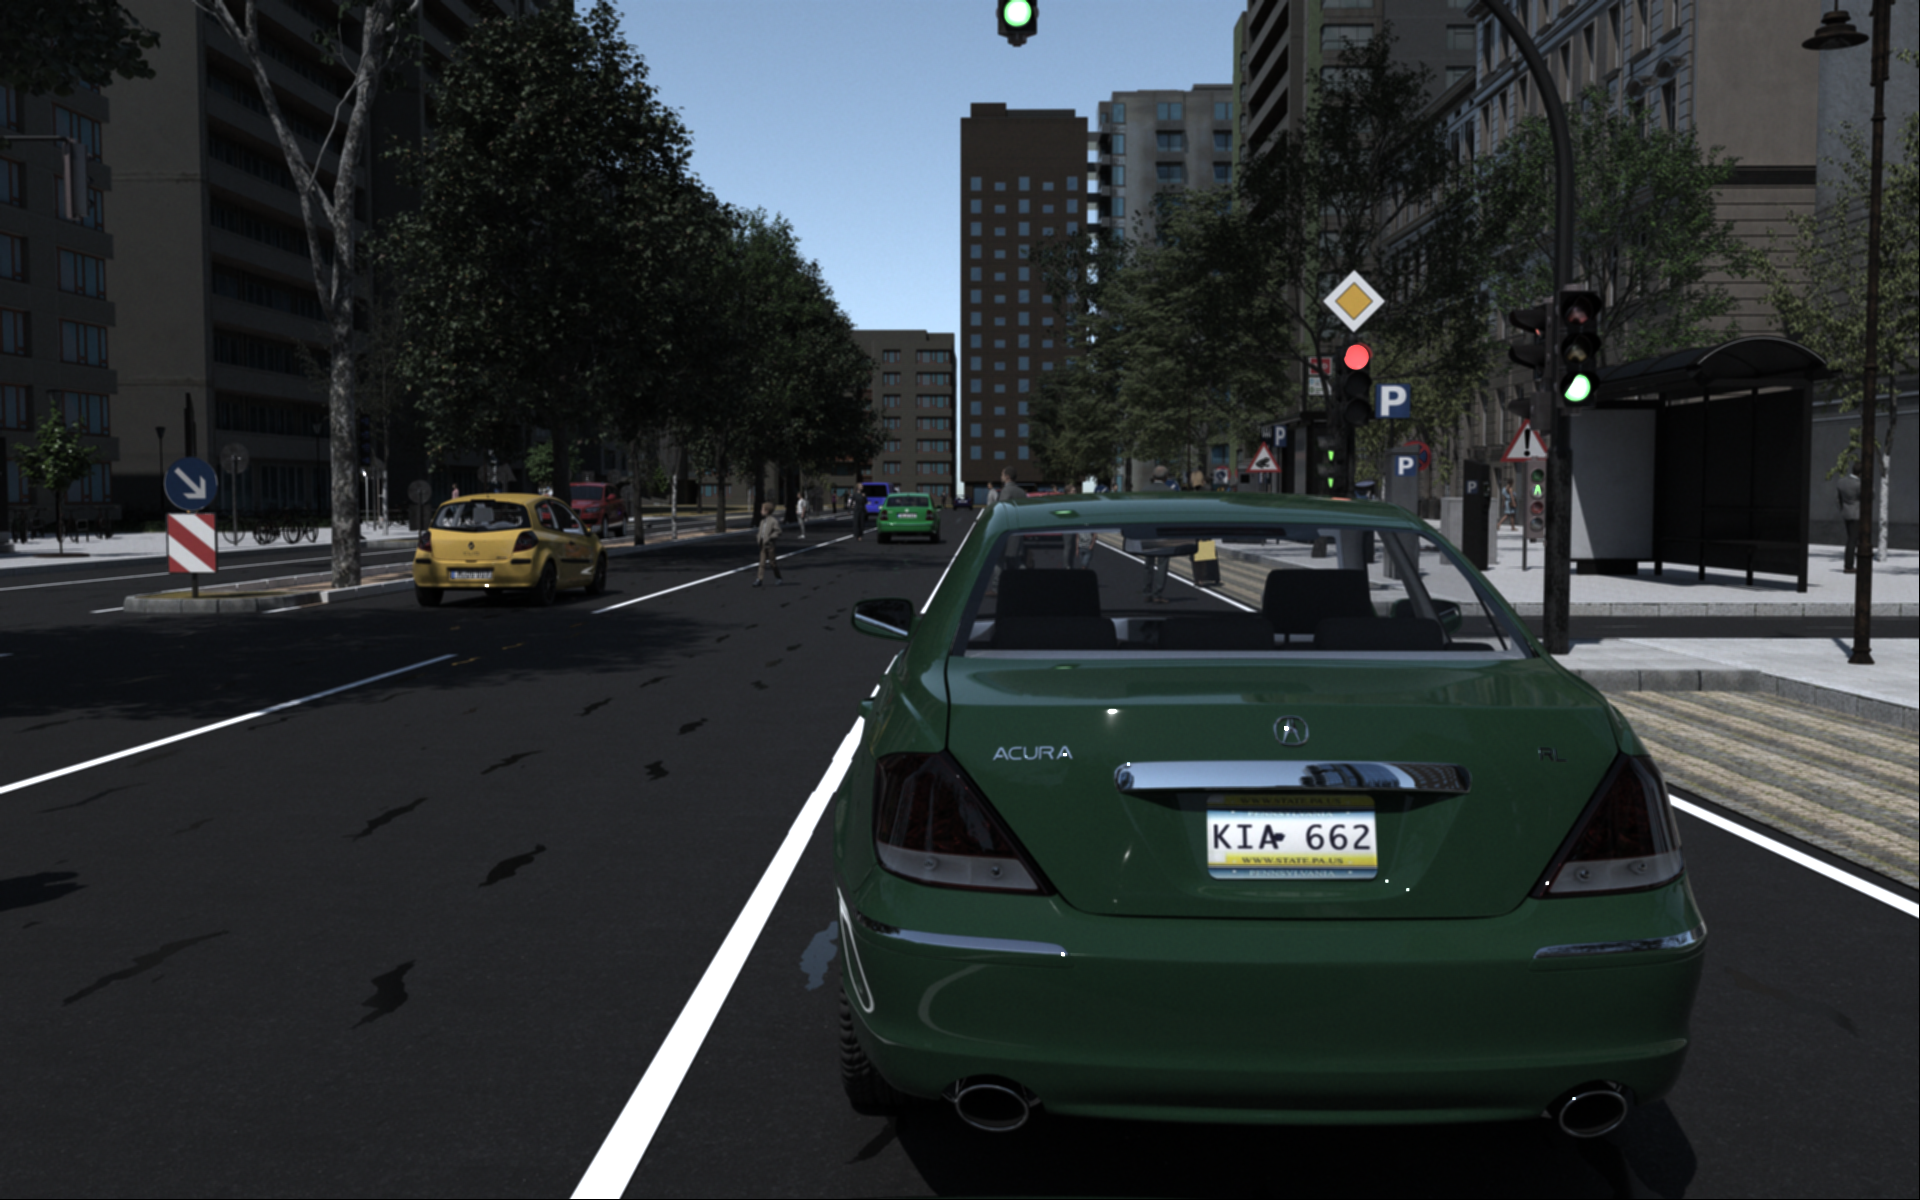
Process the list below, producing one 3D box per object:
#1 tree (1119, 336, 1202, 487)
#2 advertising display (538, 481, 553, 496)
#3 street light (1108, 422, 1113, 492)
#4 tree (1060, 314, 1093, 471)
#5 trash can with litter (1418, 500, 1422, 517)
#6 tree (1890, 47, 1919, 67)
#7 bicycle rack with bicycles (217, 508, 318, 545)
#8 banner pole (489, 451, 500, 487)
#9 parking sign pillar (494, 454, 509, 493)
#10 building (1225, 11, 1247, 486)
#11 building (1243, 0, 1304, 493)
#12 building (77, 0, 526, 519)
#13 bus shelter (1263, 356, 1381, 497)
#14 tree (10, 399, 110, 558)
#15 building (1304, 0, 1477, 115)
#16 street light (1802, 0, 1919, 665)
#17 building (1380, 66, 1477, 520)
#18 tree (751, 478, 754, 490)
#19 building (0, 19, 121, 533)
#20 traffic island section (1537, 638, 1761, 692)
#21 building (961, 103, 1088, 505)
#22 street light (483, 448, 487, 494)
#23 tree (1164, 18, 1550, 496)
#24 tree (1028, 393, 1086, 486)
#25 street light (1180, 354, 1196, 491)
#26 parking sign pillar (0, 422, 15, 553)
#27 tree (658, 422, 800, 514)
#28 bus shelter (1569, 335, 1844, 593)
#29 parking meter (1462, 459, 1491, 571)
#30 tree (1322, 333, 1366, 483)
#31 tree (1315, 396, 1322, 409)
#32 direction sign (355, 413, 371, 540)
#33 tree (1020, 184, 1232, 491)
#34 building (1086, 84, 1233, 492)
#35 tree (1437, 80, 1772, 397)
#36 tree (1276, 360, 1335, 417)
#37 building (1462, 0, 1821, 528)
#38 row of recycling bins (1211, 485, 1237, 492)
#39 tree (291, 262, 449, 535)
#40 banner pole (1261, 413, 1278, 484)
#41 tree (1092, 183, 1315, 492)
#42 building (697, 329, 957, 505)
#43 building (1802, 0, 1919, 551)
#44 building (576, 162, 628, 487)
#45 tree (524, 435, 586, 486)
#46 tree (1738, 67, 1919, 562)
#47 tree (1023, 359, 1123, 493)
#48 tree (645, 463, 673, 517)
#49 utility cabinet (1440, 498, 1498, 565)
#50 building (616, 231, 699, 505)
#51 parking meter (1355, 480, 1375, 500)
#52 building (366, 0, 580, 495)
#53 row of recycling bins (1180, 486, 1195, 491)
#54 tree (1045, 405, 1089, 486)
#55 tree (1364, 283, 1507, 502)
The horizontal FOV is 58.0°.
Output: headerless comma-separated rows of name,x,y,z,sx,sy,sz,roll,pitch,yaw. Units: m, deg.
tree,9.196,-7.863,78.926,4.737,8.622,4.395,0,3,0
advertising display,-20.012,-4.817,83.979,0.974,1.923,0.123,1,4,18
street light,8.405,-7.570,96.557,0.468,5.910,1.993,0,4,1
tree,8.884,-10.322,86.886,7.486,12.596,7.792,0,3,0
trash can with litter,10.279,-1.703,38.898,1.678,1.210,2.233,-1,4,-19
tree,14.983,-4.505,24.013,4.737,8.622,4.395,0,3,0
bicycle rack with bicycles,-17.987,-1.949,45.254,2.852,0.926,2.925,2,4,28
banner pole,-20.772,-5.298,76.635,0.863,3.779,0.401,0,4,-3
parking sign pillar,-20.609,-5.462,77.777,1.447,3.967,1.447,0,4,-3
building,30.450,-28.578,150.837,14.154,41.232,14.086,0,4,1
building,33.876,-31.061,131.557,21.300,48.544,21.600,0,4,1
building,-40.803,-29.616,107.928,21.300,48.544,21.600,0,4,1
bus shelter,9.734,-4.308,48.072,2.179,5.291,8.768,0,4,1
tree,-18.506,-2.489,35.302,1.663,3.219,1.824,0,3,0
building,29.537,-26.327,114.047,14.154,41.232,14.086,0,4,1
street light,6.825,-2.456,12.939,0.468,5.910,1.993,0,4,1
building,28.285,-15.769,86.700,11.050,23.489,19.941,0,4,1
tree,-16.003,-10.958,129.529,4.360,8.622,3.978,0,3,0
building,-45.602,-12.554,50.290,27.650,21.520,28.899,0,4,1
traffic island section,4.801,0.510,13.942,2.009,0.180,2.903,0,4,1
building,7.297,-33.733,201.640,14.200,45.320,14.600,0,4,1
street light,-16.965,-5.446,61.825,0.468,5.910,1.993,0,4,1
tree,7.479,-6.113,34.360,7.601,10.594,8.767,3,5,41
tree,10.788,-15.155,173.545,9.928,11.665,9.643,0,3,0
street light,7.584,-5.171,57.336,0.468,5.910,1.993,0,4,1
parking sign pillar,-21.390,-3.003,37.576,1.447,3.967,1.447,1,4,20
tree,-16.912,-12.333,112.007,12.009,13.543,11.850,0,3,0
bus shelter,10.299,-1.895,24.903,2.014,3.302,5.546,0,4,1
parking meter,8.621,-1.419,28.913,0.255,1.863,0.399,-3,5,-41
tree,16.077,-7.014,65.044,4.737,8.622,4.395,0,3,0
tree,19.398,-8.192,84.299,4.737,8.622,4.395,0,3,0
direction sign,-16.899,-3.464,48.632,0.379,3.537,0.876,2,4,30
tree,10.371,-15.344,106.762,12.611,20.169,13.585,0,3,0
building,30.015,-35.813,205.152,30.456,49.044,23.786,0,4,1
tree,16.565,-7.290,44.952,9.928,11.665,9.643,0,3,0
tree,18.580,-8.639,91.616,4.360,8.622,3.978,0,3,0
building,27.988,-16.320,64.103,12.463,27.353,25.104,0,4,1
row of recycling bins,12.142,-4.187,75.564,1.069,1.692,3.534,-1,4,-14
tree,-18.106,-6.317,53.653,4.360,8.622,3.978,0,3,0
banner pole,9.516,-3.862,53.155,0.863,3.779,0.401,-2,4,-33
tree,9.337,-8.912,63.830,7.486,12.596,7.792,0,3,0
building,-15.125,-22.269,209.134,28.899,21.520,27.650,0,4,1
building,30.596,-11.639,39.451,18.267,20.994,9.793,0,4,1
building,-37.115,-23.304,152.725,14.107,30.474,14.160,0,4,1
tree,-22.098,-6.778,94.528,4.285,4.588,4.351,0,3,0
tree,17.311,-5.039,32.757,4.737,8.622,4.395,0,3,0
tree,10.420,-15.478,159.713,9.857,13.997,8.962,0,3,0
tree,-16.966,-6.288,97.415,1.663,3.219,1.824,0,3,0
utility cabinet,9.263,-1.245,31.515,1.020,1.237,0.306,-1,4,-16
building,-41.515,-31.804,211.870,23.993,40.220,32.217,0,4,1
parking meter,7.482,-1.446,32.052,0.372,1.533,0.369,0,3,0
building,-36.629,-27.103,126.722,14.154,41.232,14.086,0,4,1
row of recycling bins,10.664,-4.665,83.393,3.534,1.692,1.069,3,4,36
tree,9.092,-11.724,142.046,4.737,8.622,4.395,0,3,0
tree,16.355,-6.627,58.714,4.737,8.622,4.395,0,3,0
